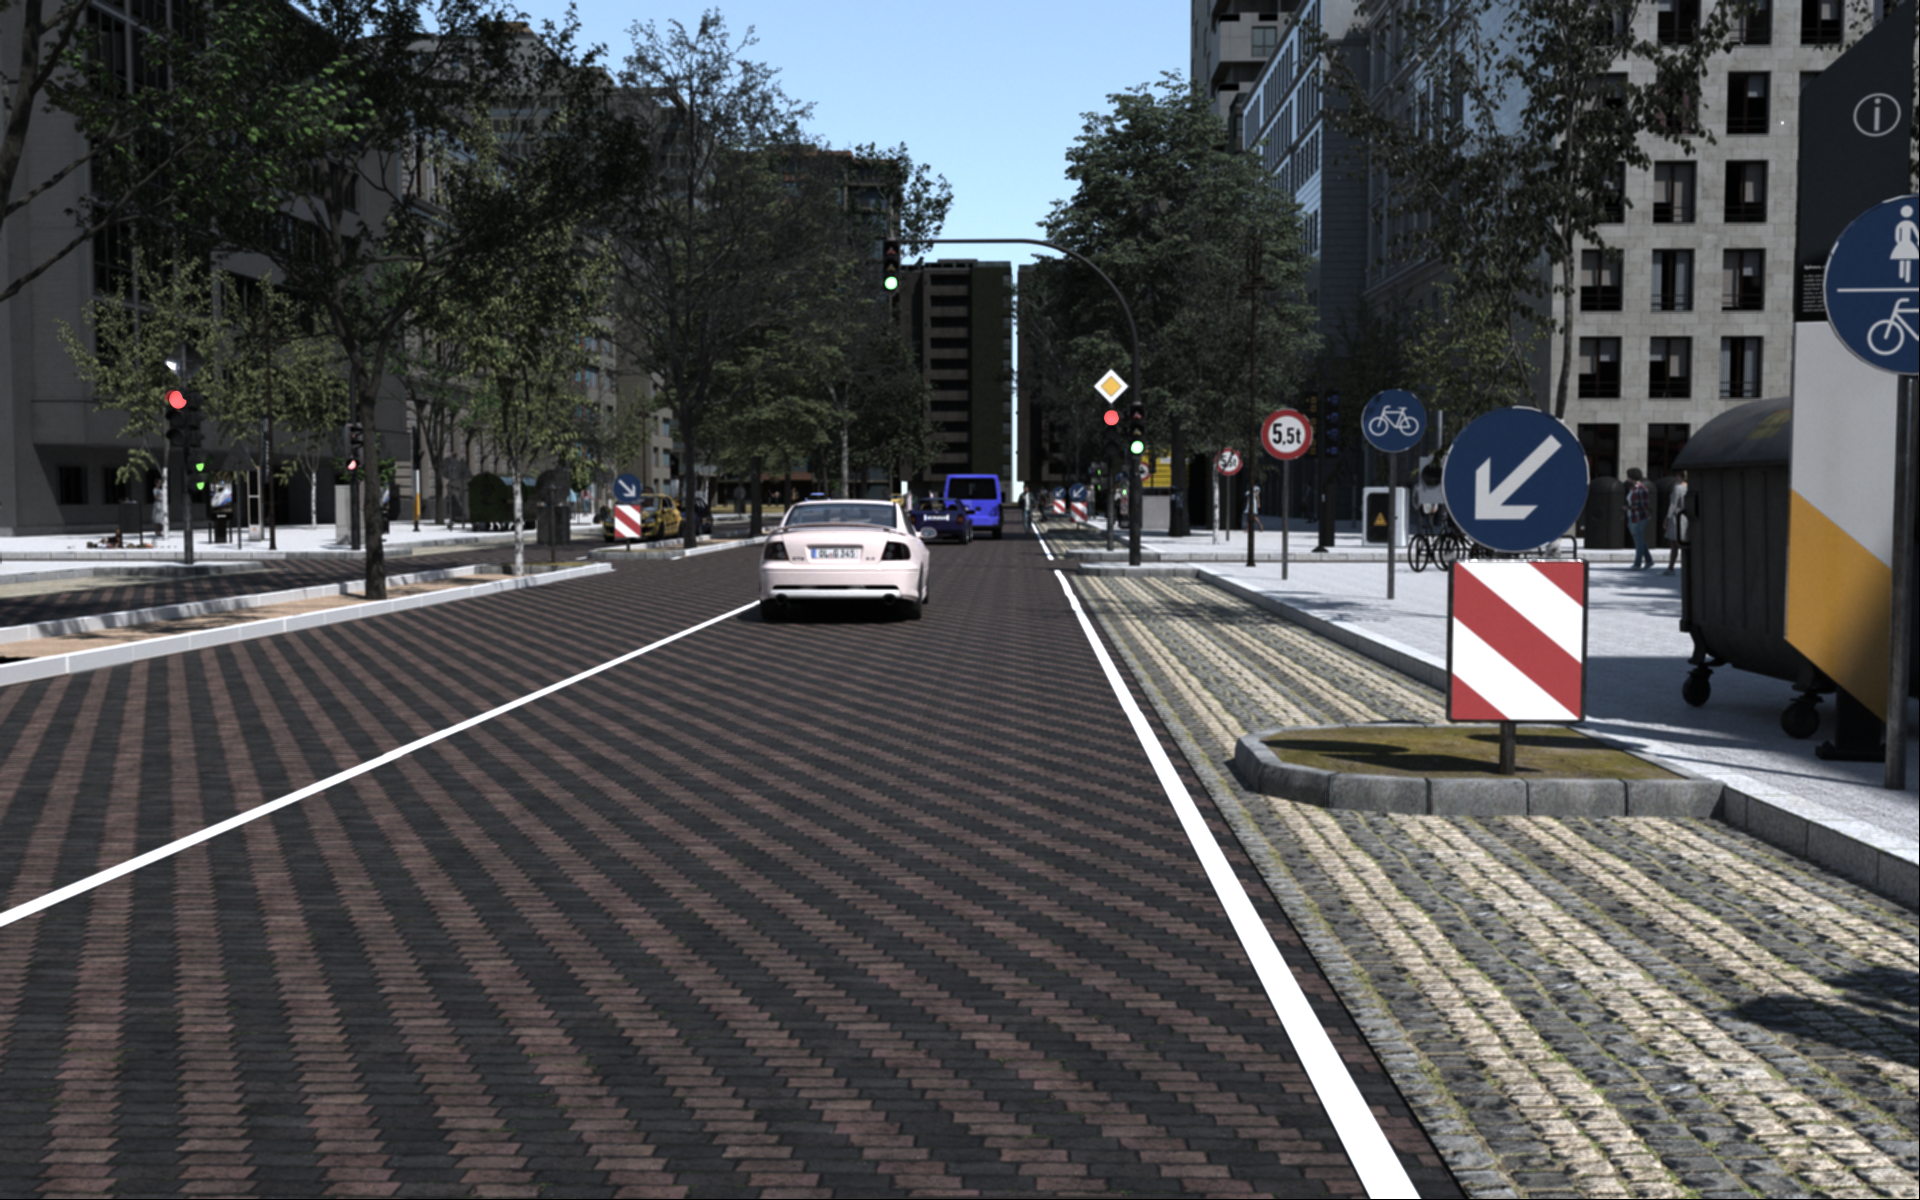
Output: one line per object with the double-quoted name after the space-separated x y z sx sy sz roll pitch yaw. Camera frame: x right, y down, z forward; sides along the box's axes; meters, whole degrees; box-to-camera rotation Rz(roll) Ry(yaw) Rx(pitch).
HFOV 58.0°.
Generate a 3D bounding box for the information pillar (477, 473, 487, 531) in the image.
-16.768 -3.448 60.868 0.304 2.012 0.304 0 4 -6 "information pillar"

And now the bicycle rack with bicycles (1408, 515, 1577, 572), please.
8.635 -0.933 28.640 2.925 0.926 2.852 -2 4 -24 "bicycle rack with bicycles"

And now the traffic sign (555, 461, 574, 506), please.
-15.093 -4.038 66.133 0.768 2.556 0.104 0 4 5 "traffic sign"

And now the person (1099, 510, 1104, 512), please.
10.344 -7.338 126.706 1.217 1.739 0.721 2 4 26 "person"

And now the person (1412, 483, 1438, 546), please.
11.578 -2.276 43.098 0.661 1.843 0.795 2 4 32 "person"

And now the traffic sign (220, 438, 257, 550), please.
-16.666 -2.447 40.007 0.884 2.594 0.081 0 4 7 "traffic sign"

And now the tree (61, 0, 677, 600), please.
-7.834 -5.290 23.367 8.767 10.594 7.601 0 4 2 "tree"

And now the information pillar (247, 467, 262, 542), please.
-19.023 -2.582 46.701 0.304 2.012 0.304 -1 4 -17 "information pillar"

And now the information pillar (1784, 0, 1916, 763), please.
4.263 -1.036 8.298 0.504 3.616 0.183 1 4 18 "information pillar"

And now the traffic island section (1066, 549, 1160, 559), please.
3.406 -1.024 39.030 2.009 0.180 2.903 0 4 2 "traffic island section"

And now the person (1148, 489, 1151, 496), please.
16.834 -8.991 153.577 0.617 1.759 0.750 -3 4 -36 "person"

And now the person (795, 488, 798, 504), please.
-14.726 -9.114 155.059 0.705 1.823 1.348 -2 4 -28 "person"

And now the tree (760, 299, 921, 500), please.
-5.864 -8.568 76.951 8.767 10.594 7.601 0 4 2 "tree"

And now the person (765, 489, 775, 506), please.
-20.337 -10.927 184.714 1.348 1.822 0.705 3 4 39 "person"

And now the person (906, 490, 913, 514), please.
-3.639 -7.031 124.133 0.551 1.740 0.621 0 4 8 "person"

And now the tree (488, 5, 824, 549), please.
-6.857 -8.002 43.655 12.009 13.543 11.850 0 3 0 "tree"

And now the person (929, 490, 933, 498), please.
-2.263 -7.461 131.427 0.436 1.711 0.756 1 4 12 "person"

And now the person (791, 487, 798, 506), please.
-12.973 -7.892 135.172 0.705 1.812 1.348 1 4 11 "person"

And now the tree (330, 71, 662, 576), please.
-7.646 -4.701 29.681 4.737 8.622 4.395 0 3 0 "tree"

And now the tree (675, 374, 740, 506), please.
-14.798 -9.214 101.013 4.360 8.622 3.978 0 3 0 "tree"

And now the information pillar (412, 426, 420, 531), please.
-18.652 -4.161 59.390 0.183 3.616 0.504 -2 4 -31 "information pillar"

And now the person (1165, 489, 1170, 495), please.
18.749 -9.266 158.058 1.217 1.766 0.721 3 5 39 "person"

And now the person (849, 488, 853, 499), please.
-11.092 -10.458 176.656 0.705 1.869 1.348 0 4 7 "person"

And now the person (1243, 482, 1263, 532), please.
9.751 -3.161 57.818 0.778 1.811 0.616 -2 4 -31 "person"

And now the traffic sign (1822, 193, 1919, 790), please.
4.069 -0.450 7.460 0.768 2.556 0.104 0 4 5 "traffic sign"

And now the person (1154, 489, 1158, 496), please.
20.825 -10.892 184.141 0.705 1.822 1.348 -1 4 -14 "person"

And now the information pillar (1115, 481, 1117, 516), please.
9.081 -5.807 99.436 0.304 2.012 0.304 -1 4 -11 "information pillar"

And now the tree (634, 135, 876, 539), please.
-6.589 -8.234 55.205 7.486 12.596 7.792 0 3 0 "tree"

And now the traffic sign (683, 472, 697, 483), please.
-14.393 -5.641 92.339 0.768 2.556 0.104 1 4 11 "traffic sign"

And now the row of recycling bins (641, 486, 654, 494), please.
-16.994 -5.196 92.059 1.069 1.692 3.534 0 4 1 "row of recycling bins"

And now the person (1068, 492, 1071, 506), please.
10.345 -9.888 168.425 1.217 1.736 0.721 -3 4 -38 "person"

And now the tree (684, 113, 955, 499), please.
-6.964 -13.978 86.887 12.611 20.169 13.585 0 3 0 "tree"

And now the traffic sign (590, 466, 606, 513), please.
-16.267 -4.744 77.665 0.768 2.556 0.104 1 4 9 "traffic sign"

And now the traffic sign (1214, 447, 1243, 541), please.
7.330 -2.890 47.352 0.768 2.556 0.104 0 4 5 "traffic sign"

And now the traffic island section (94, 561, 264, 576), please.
-14.086 -0.571 31.612 2.009 0.180 2.903 0 4 2 "traffic island section"

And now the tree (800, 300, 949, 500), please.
-5.475 -10.936 98.262 9.611 12.733 9.660 0 3 0 "tree"

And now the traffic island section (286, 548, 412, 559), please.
-13.827 -1.059 39.593 2.009 0.180 2.903 0 4 2 "traffic island section"

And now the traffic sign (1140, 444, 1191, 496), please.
8.460 -4.679 70.376 2.265 3.308 0.079 0 4 3 "traffic sign"

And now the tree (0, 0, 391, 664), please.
-8.254 -5.252 14.078 9.928 11.665 9.643 0 3 0 "tree"

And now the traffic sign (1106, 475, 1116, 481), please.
9.484 -6.691 109.499 0.768 2.556 0.104 0 4 3 "traffic sign"

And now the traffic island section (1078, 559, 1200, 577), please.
3.146 -0.536 31.049 2.009 0.180 2.903 0 4 2 "traffic island section"

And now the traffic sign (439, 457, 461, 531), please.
-17.496 -3.629 59.444 0.768 2.556 0.104 0 4 3 "traffic sign"

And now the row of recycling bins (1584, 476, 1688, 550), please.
16.298 -2.056 40.731 3.534 1.692 1.069 -1 4 -20 "row of recycling bins"

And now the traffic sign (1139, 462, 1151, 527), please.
7.136 -4.159 68.103 0.768 2.556 0.104 1 4 9 "traffic sign"

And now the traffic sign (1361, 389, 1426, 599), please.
5.259 -1.282 21.066 0.768 2.556 0.104 1 4 9 "traffic sign"

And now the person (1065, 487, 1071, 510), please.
8.767 -8.315 141.626 0.705 1.869 1.348 1 4 18 "person"

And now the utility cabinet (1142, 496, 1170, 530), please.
7.065 -3.126 62.266 1.020 1.237 0.306 1 4 12 "utility cabinet"

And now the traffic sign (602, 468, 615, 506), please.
-17.102 -5.123 83.867 0.768 2.556 0.104 0 4 4 "traffic sign"

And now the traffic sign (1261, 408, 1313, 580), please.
4.866 -1.576 25.878 0.768 2.556 0.104 0 4 3 "traffic sign"

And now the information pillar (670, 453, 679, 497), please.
-16.201 -6.540 98.282 0.504 3.616 0.183 0 4 5 "information pillar"

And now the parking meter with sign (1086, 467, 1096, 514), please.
8.280 -6.996 110.642 0.543 3.016 1.738 1 4 13 "parking meter with sign"

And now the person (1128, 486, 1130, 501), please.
11.945 -7.170 123.140 0.709 1.838 0.599 -3 4 -36 "person"

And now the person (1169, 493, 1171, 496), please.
19.222 -9.185 156.304 0.705 1.814 1.350 -2 4 -25 "person"

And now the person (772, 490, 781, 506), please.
-19.183 -10.658 181.017 1.217 1.736 0.721 -3 5 -44 "person"

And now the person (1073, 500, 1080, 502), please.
7.442 -6.377 110.550 0.529 1.795 0.600 2 4 25 "person"

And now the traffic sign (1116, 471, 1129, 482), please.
9.161 -5.961 97.572 0.768 2.556 0.104 1 4 10 "traffic sign"

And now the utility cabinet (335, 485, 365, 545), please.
-15.306 -2.140 43.665 0.318 1.500 1.173 0 4 8 "utility cabinet"

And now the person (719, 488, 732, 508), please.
-21.942 -9.557 161.932 1.348 1.869 0.705 0 4 -7 "person"

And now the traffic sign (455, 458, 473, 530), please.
-17.714 -3.773 61.691 0.884 2.594 0.081 0 4 7 "traffic sign"
